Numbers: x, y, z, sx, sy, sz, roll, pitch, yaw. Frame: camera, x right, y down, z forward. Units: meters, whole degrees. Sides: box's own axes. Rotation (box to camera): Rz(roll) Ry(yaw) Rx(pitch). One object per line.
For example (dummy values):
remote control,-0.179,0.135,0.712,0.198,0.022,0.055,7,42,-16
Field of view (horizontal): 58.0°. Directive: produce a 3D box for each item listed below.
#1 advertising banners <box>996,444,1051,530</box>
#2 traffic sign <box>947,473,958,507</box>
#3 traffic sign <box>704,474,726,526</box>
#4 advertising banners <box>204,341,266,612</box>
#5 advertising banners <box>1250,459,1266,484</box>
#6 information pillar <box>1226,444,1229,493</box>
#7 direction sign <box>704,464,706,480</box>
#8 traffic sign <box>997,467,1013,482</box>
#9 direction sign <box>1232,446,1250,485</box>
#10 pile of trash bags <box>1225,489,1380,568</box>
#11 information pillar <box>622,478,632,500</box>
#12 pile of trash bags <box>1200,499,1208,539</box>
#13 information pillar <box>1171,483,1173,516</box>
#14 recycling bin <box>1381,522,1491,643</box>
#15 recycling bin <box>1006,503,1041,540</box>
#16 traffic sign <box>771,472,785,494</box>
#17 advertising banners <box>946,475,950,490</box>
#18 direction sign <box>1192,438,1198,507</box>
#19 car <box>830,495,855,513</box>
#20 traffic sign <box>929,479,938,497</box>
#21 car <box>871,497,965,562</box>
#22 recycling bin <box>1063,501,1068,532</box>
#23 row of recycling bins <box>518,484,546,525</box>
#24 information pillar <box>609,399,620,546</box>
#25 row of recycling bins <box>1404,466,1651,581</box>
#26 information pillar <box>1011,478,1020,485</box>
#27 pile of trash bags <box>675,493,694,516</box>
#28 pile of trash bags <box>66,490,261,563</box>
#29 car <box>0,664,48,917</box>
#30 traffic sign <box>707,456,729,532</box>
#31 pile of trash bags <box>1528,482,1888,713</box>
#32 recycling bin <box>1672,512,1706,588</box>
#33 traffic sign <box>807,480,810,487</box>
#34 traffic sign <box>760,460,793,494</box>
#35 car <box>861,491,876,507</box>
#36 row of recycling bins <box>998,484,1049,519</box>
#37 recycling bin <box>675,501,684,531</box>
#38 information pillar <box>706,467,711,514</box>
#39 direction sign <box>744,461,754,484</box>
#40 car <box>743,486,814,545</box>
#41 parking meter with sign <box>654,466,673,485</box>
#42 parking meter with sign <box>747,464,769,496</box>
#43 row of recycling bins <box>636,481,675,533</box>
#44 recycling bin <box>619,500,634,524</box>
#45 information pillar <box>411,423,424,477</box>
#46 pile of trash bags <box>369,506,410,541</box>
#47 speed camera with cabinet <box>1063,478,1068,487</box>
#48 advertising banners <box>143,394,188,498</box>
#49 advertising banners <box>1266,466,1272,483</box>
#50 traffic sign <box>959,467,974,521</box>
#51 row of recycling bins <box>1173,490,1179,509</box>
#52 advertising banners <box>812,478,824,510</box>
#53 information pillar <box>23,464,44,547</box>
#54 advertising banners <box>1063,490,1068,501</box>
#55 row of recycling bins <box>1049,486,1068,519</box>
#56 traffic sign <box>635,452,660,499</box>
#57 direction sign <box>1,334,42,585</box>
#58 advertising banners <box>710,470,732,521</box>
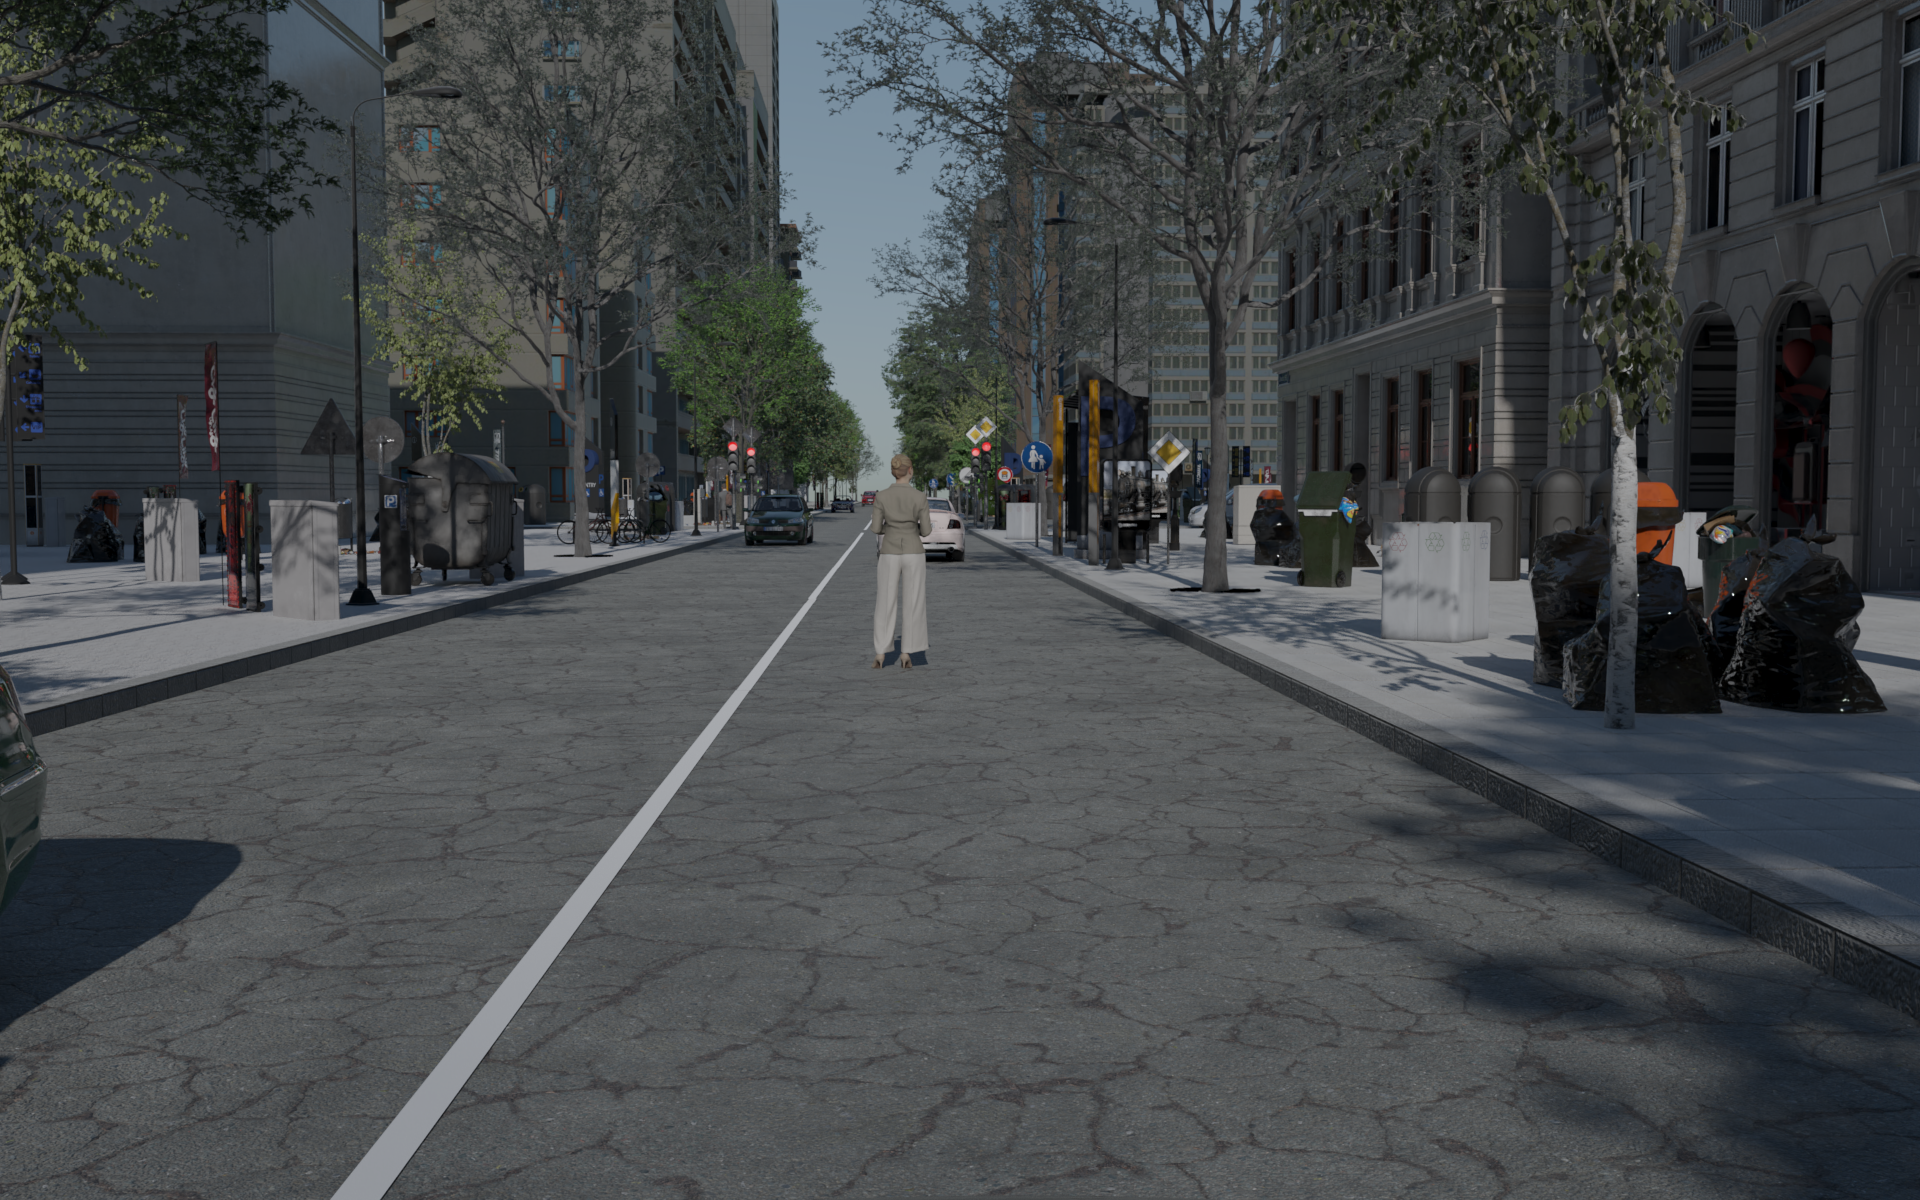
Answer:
advertising banners,2.246,-3.976,61.203,2.074,3.025,0.090,2,4,23
traffic sign,-0.424,-6.386,104.517,0.768,2.556,0.104,0,4,-1
traffic sign,-9.813,-4.249,69.470,0.884,2.594,0.081,0,4,3
advertising banners,-8.168,-1.422,19.442,0.090,3.025,2.074,-3,4,-37
advertising banners,14.846,-5.543,86.815,0.090,3.025,2.074,2,4,28
information pillar,10.646,-4.804,69.892,0.504,3.616,0.183,-3,4,-36
direction sign,-16.071,-7.210,109.885,0.379,3.537,0.876,-2,4,-27
traffic sign,2.075,-4.924,80.610,0.768,2.556,0.104,0,4,1
direction sign,13.200,-5.470,81.438,0.876,3.537,0.379,2,4,24
pile of trash bags,6.173,-1.332,31.537,1.912,1.369,3.447,-1,4,-13
information pillar,-15.486,-4.655,80.600,0.304,2.012,0.304,1,4,20
pile of trash bags,7.918,-2.439,49.627,1.912,1.369,3.447,0,4,4
information pillar,10.296,-4.944,85.323,0.304,2.012,0.304,-1,4,-16
recycling bin,4.215,-0.171,15.345,0.722,1.027,0.722,3,5,41
recycling bin,1.796,-2.222,48.887,0.722,1.027,0.722,-3,5,-41
traffic sign,-10.266,-5.965,97.632,0.768,2.556,0.104,0,4,0
advertising banners,-0.421,-7.576,120.056,0.090,3.025,2.074,2,4,34
direction sign,9.593,-4.816,70.736,0.379,3.537,0.876,1,4,20
car,-9.027,-7.388,133.375,1.945,1.354,3.894,0,4,-2
traffic sign,-2.220,-8.887,145.402,0.768,2.556,0.104,0,4,-1
car,-0.900,-1.572,38.060,2.083,1.381,4.827,0,4,-3
recycling bin,3.984,-2.871,59.493,0.722,1.027,0.722,2,4,23
row of recycling bins,-18.078,-4.048,73.297,1.069,1.692,3.534,-1,4,-19
information pillar,-8.476,-3.126,42.470,0.183,3.616,0.504,-2,4,-25
row of recycling bins,8.436,-1.141,25.765,3.534,1.692,1.069,1,4,9
information pillar,2.484,-4.493,77.952,0.304,2.012,0.304,2,4,27
pile of trash bags,-16.659,-5.807,104.704,1.912,1.369,3.447,1,4,15
pile of trash bags,-15.294,-1.433,33.177,3.447,1.369,1.912,0,4,-3
car,-3.437,0.542,2.942,2.131,1.459,4.920,0,4,-2
traffic sign,-8.149,-3.556,58.252,0.768,2.556,0.104,0,4,7
pile of trash bags,4.815,-0.116,11.648,1.912,1.369,3.447,1,4,12
recycling bin,9.734,-0.690,23.839,0.722,1.027,0.722,-2,4,-28
traffic sign,-12.353,-8.474,138.657,0.768,2.556,0.104,0,4,-1
traffic sign,-10.805,-6.526,100.574,2.265,3.308,0.079,0,4,3
car,-10.198,-11.559,197.654,2.281,1.827,5.304,0,4,-2
row of recycling bins,2.468,-3.998,72.478,1.069,1.692,3.534,2,4,25
recycling bin,-10.130,-2.942,60.651,0.722,1.027,0.722,1,4,11
information pillar,-13.981,-6.419,96.301,0.183,3.616,0.504,1,4,15
direction sign,-12.071,-6.562,99.291,0.876,3.537,0.379,0,4,-4
car,-5.150,-2.430,49.519,2.009,1.686,4.222,0,4,-1
parking meter with sign,-18.321,-6.874,108.656,0.543,3.016,1.738,1,4,20
parking meter with sign,-11.612,-6.173,97.188,1.738,3.016,0.543,-1,4,-15
row of recycling bins,-10.194,-3.105,57.877,1.069,1.692,3.534,0,4,-1
recycling bin,-14.510,-3.816,74.952,0.722,1.027,0.722,-1,4,-19
information pillar,-17.838,-4.013,56.973,0.504,3.616,0.183,2,4,29
pile of trash bags,-14.345,-2.266,46.805,3.447,1.369,1.912,2,4,34
speed camera with cabinet,5.410,-6.360,98.313,2.038,3.252,0.660,-3,5,-43
advertising banners,-13.582,-2.051,29.729,0.090,3.025,2.074,0,4,-5
advertising banners,18.714,-6.895,108.920,0.090,3.025,2.074,-3,5,-41
traffic sign,0.337,-5.041,82.528,0.768,2.556,0.104,0,3,0
row of recycling bins,12.728,-6.493,113.272,3.534,1.692,1.069,-2,4,-29
advertising banners,-11.662,-8.929,142.170,0.090,3.025,2.074,-2,4,-31
information pillar,-22.549,-2.304,42.162,0.304,2.012,0.304,0,4,-6
advertising banners,4.178,-3.948,60.740,2.074,3.025,0.090,-2,4,-30
row of recycling bins,5.570,-4.871,86.752,1.069,1.692,3.534,-3,5,-43
traffic sign,-9.533,-3.227,52.869,0.768,2.556,0.104,0,4,2
direction sign,-13.443,-1.990,24.533,0.876,3.537,0.379,-2,4,-30
advertising banners,-11.280,-5.283,82.572,0.090,3.025,2.074,2,4,26
